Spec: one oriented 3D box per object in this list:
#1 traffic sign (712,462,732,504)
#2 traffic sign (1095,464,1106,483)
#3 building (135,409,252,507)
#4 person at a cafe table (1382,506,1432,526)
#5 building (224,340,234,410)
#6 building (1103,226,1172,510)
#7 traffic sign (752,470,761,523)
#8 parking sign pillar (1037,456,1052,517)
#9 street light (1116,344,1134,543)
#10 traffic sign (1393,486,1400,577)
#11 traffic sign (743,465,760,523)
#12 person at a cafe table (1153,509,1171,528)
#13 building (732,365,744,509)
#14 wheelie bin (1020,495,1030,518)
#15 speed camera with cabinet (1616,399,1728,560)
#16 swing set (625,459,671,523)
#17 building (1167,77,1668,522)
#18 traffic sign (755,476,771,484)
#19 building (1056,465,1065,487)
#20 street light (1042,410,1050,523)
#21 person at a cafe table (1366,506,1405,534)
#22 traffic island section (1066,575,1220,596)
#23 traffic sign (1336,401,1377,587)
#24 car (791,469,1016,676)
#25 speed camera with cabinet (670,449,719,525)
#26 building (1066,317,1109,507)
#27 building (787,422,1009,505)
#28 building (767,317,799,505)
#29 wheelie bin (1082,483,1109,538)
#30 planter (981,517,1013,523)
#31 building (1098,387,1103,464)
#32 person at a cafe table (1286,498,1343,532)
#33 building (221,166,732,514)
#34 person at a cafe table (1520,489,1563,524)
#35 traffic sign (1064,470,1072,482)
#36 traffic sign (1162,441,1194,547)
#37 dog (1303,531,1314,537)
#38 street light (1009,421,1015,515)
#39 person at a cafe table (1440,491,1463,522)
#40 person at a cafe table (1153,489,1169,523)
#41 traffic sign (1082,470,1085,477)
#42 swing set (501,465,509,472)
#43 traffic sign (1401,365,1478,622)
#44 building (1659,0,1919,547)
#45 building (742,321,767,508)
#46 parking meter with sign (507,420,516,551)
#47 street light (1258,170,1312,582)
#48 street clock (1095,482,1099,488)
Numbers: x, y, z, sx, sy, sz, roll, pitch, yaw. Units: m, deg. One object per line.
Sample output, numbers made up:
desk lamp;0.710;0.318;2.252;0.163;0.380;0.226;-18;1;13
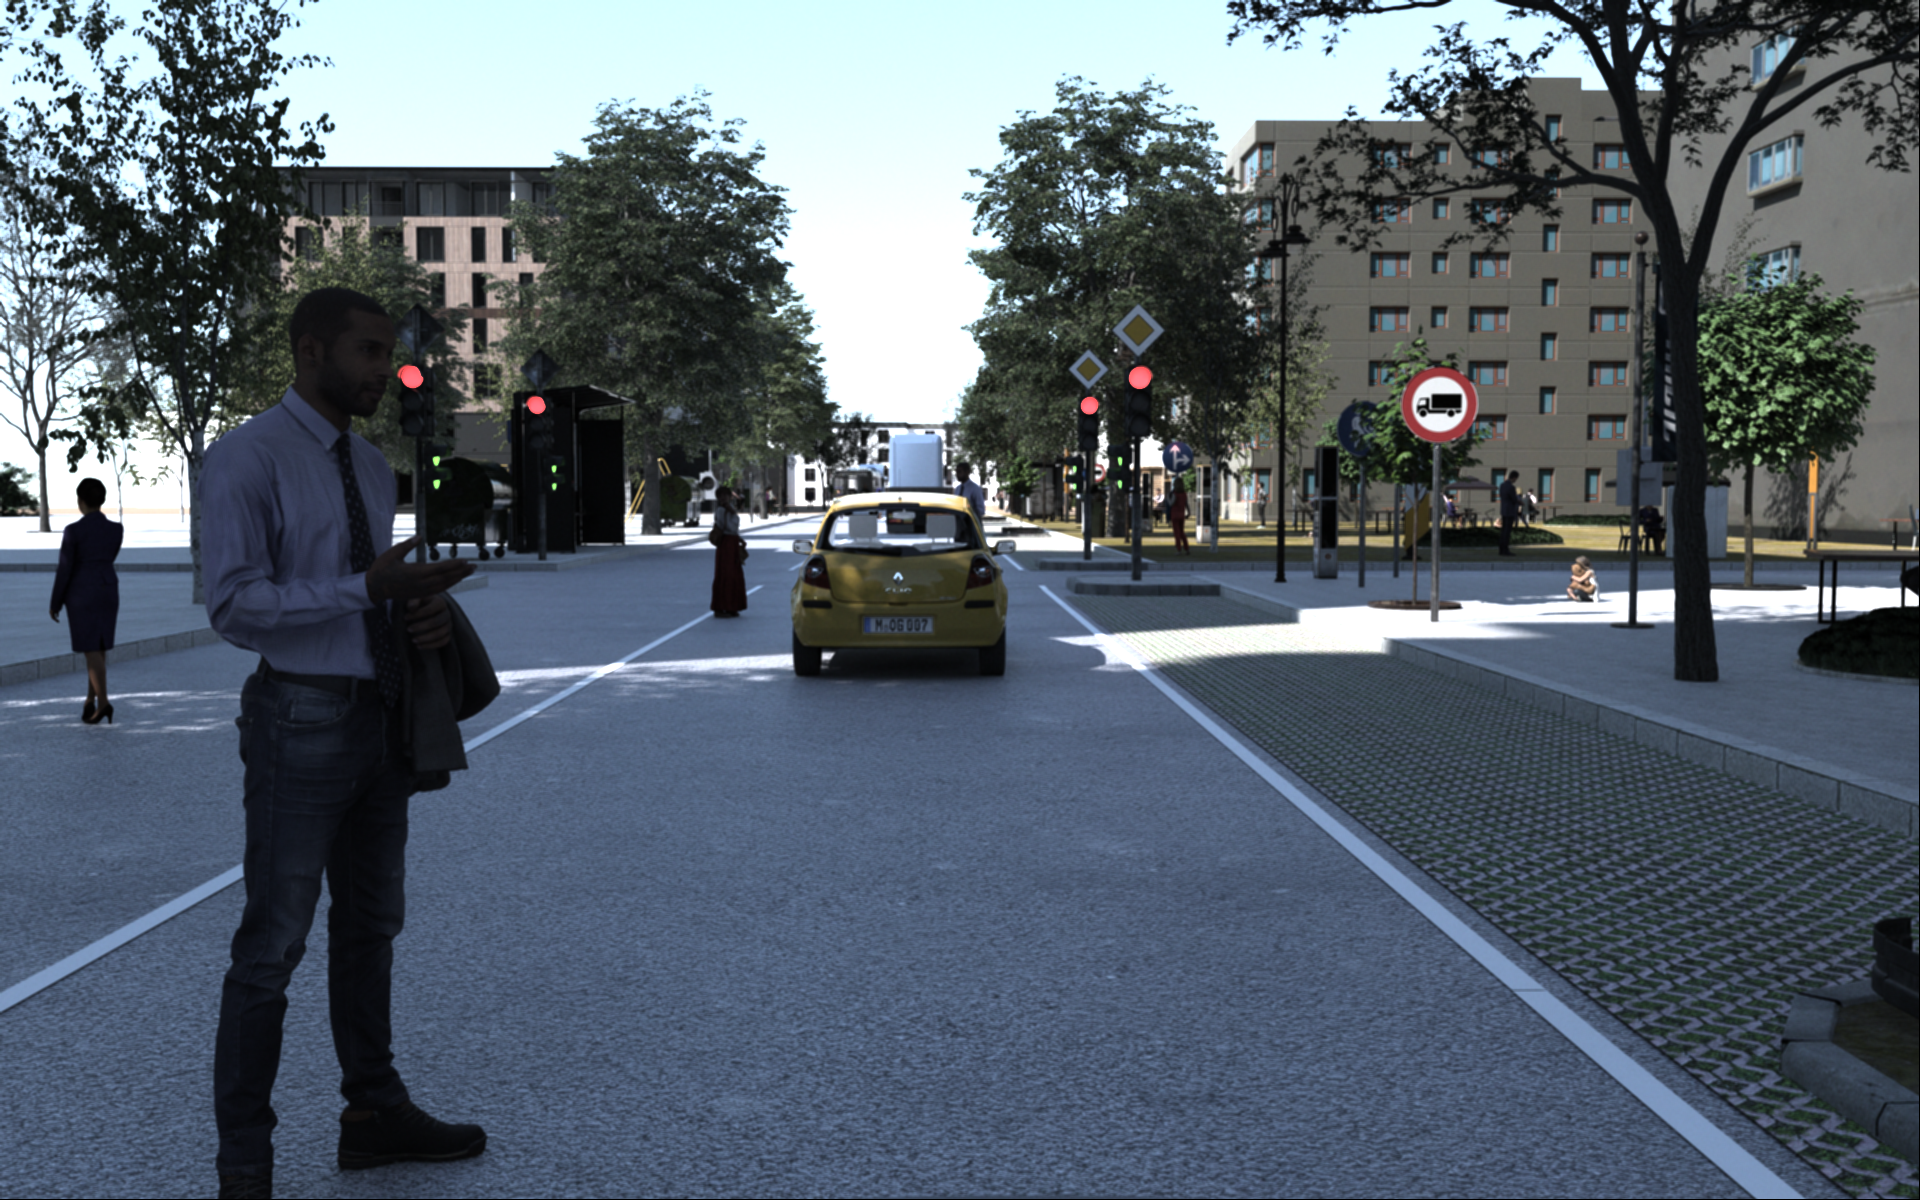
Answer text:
traffic sign;-9.496;-4.220;69.097;0.768;2.556;0.104;0;3;0
traffic sign;5.748;-4.456;72.961;0.768;2.556;0.104;0;3;0
building;-65.927;-14.066;172.133;28.070;9.664;9.099;0;4;-1
person at a cafe table;18.011;-3.740;69.669;1.622;1.524;1.698;2;4;30
building;-68.778;-20.855;207.436;31.486;18.905;16.747;0;4;-1
building;19.434;-16.628;128.286;16.016;20.091;11.380;0;4;-1
traffic sign;-9.313;-4.737;77.563;0.768;2.556;0.104;0;4;6
parking sign pillar;4.763;-6.747;98.789;1.447;3.967;1.447;-1;4;-21
street light;4.363;-4.416;44.989;0.468;5.910;1.993;0;4;-1
traffic sign;6.718;-1.621;26.603;0.768;2.556;0.104;0;4;7
traffic sign;-9.231;-4.677;76.576;0.768;2.556;0.104;0;4;0
person at a cafe table;7.083;-3.356;65.731;1.726;1.238;1.698;-3;4;-37
building;-26.685;-17.891;148.934;16.016;20.091;11.380;0;4;-1
wheelie bin;3.520;-5.102;91.328;0.693;1.594;0.980;2;4;24
speed camera with cabinet;13.947;-2.420;33.907;2.038;3.252;0.660;0;4;-7
swing set;-13.458;-4.882;77.448;2.862;2.851;3.119;-1;4;-15
building;27.202;-15.286;94.966;27.650;21.520;28.899;0;4;-1
traffic sign;-10.772;-5.793;94.712;0.884;2.594;0.081;1;4;9
building;14.215;-21.537;208.549;11.380;20.091;16.016;0;4;-1
street light;3.756;-6.375;77.015;0.468;5.910;1.993;0;4;-1
person at a cafe table;14.395;-2.774;56.209;1.726;1.238;1.698;-3;5;-43
traffic island section;2.646;-0.213;25.766;2.009;0.180;2.903;0;4;-1
traffic sign;5.536;-1.449;23.797;0.768;2.556;0.104;0;4;1
car;-0.495;-0.298;15.104;2.015;1.641;3.980;0;4;-1
speed camera with cabinet;-10.916;-4.681;70.866;2.038;3.252;0.660;0;4;7
building;19.371;-18.020;161.078;16.747;18.905;31.486;0;4;-1
building;-6.288;-16.118;205.682;28.070;9.664;9.099;0;4;-1
building;-36.814;-22.598;213.445;32.646;21.610;27.936;0;4;-1
wheelie bin;3.974;-2.623;50.796;0.693;1.594;0.980;1;4;17
planter;1.587;-3.972;86.085;1.991;0.319;1.994;0;4;-1
building;19.365;-17.323;139.645;16.016;20.091;11.380;0;4;-1
person at a cafe table;12.221;-3.099;59.184;1.698;1.524;1.622;-1;4;-9
building;-32.248;-17.167;124.649;27.936;21.610;32.646;0;4;-1
person at a cafe table;25.220;-4.124;75.950;1.622;1.524;1.698;-3;4;-36
traffic sign;5.444;-5.422;88.387;0.795;2.593;0.064;0;4;6
traffic sign;5.263;-2.558;41.927;0.768;2.556;0.104;1;4;8
dog;10.589;-2.060;51.423;0.550;0.427;0.748;-2;4;-33
street light;3.270;-8.298;108.456;0.468;5.910;1.993;0;4;-1
person at a cafe table;22.089;-4.337;79.419;1.698;1.524;1.622;1;4;22
person at a cafe table;8.493;-4.146;76.310;1.622;1.524;1.698;-2;4;-33
traffic sign;5.976;-4.863;79.614;0.768;2.556;0.104;0;4;2
swing set;-25.640;-6.525;104.302;3.119;2.851;2.862;-2;4;-33
traffic sign;4.756;-1.050;17.277;0.768;2.556;0.104;0;4;0
building;33.459;-26.140;51.084;21.600;48.544;21.300;0;4;-1
building;-35.389;-18.483;168.656;31.486;18.905;16.747;0;4;-1
parking meter with sign;-10.211;-2.674;39.985;0.543;3.016;1.738;-1;4;-11
street light;4.672;-3.198;25.068;0.468;5.910;1.993;0;4;-1
street clock;6.036;-4.430;76.993;0.358;2.002;0.471;1;4;16
